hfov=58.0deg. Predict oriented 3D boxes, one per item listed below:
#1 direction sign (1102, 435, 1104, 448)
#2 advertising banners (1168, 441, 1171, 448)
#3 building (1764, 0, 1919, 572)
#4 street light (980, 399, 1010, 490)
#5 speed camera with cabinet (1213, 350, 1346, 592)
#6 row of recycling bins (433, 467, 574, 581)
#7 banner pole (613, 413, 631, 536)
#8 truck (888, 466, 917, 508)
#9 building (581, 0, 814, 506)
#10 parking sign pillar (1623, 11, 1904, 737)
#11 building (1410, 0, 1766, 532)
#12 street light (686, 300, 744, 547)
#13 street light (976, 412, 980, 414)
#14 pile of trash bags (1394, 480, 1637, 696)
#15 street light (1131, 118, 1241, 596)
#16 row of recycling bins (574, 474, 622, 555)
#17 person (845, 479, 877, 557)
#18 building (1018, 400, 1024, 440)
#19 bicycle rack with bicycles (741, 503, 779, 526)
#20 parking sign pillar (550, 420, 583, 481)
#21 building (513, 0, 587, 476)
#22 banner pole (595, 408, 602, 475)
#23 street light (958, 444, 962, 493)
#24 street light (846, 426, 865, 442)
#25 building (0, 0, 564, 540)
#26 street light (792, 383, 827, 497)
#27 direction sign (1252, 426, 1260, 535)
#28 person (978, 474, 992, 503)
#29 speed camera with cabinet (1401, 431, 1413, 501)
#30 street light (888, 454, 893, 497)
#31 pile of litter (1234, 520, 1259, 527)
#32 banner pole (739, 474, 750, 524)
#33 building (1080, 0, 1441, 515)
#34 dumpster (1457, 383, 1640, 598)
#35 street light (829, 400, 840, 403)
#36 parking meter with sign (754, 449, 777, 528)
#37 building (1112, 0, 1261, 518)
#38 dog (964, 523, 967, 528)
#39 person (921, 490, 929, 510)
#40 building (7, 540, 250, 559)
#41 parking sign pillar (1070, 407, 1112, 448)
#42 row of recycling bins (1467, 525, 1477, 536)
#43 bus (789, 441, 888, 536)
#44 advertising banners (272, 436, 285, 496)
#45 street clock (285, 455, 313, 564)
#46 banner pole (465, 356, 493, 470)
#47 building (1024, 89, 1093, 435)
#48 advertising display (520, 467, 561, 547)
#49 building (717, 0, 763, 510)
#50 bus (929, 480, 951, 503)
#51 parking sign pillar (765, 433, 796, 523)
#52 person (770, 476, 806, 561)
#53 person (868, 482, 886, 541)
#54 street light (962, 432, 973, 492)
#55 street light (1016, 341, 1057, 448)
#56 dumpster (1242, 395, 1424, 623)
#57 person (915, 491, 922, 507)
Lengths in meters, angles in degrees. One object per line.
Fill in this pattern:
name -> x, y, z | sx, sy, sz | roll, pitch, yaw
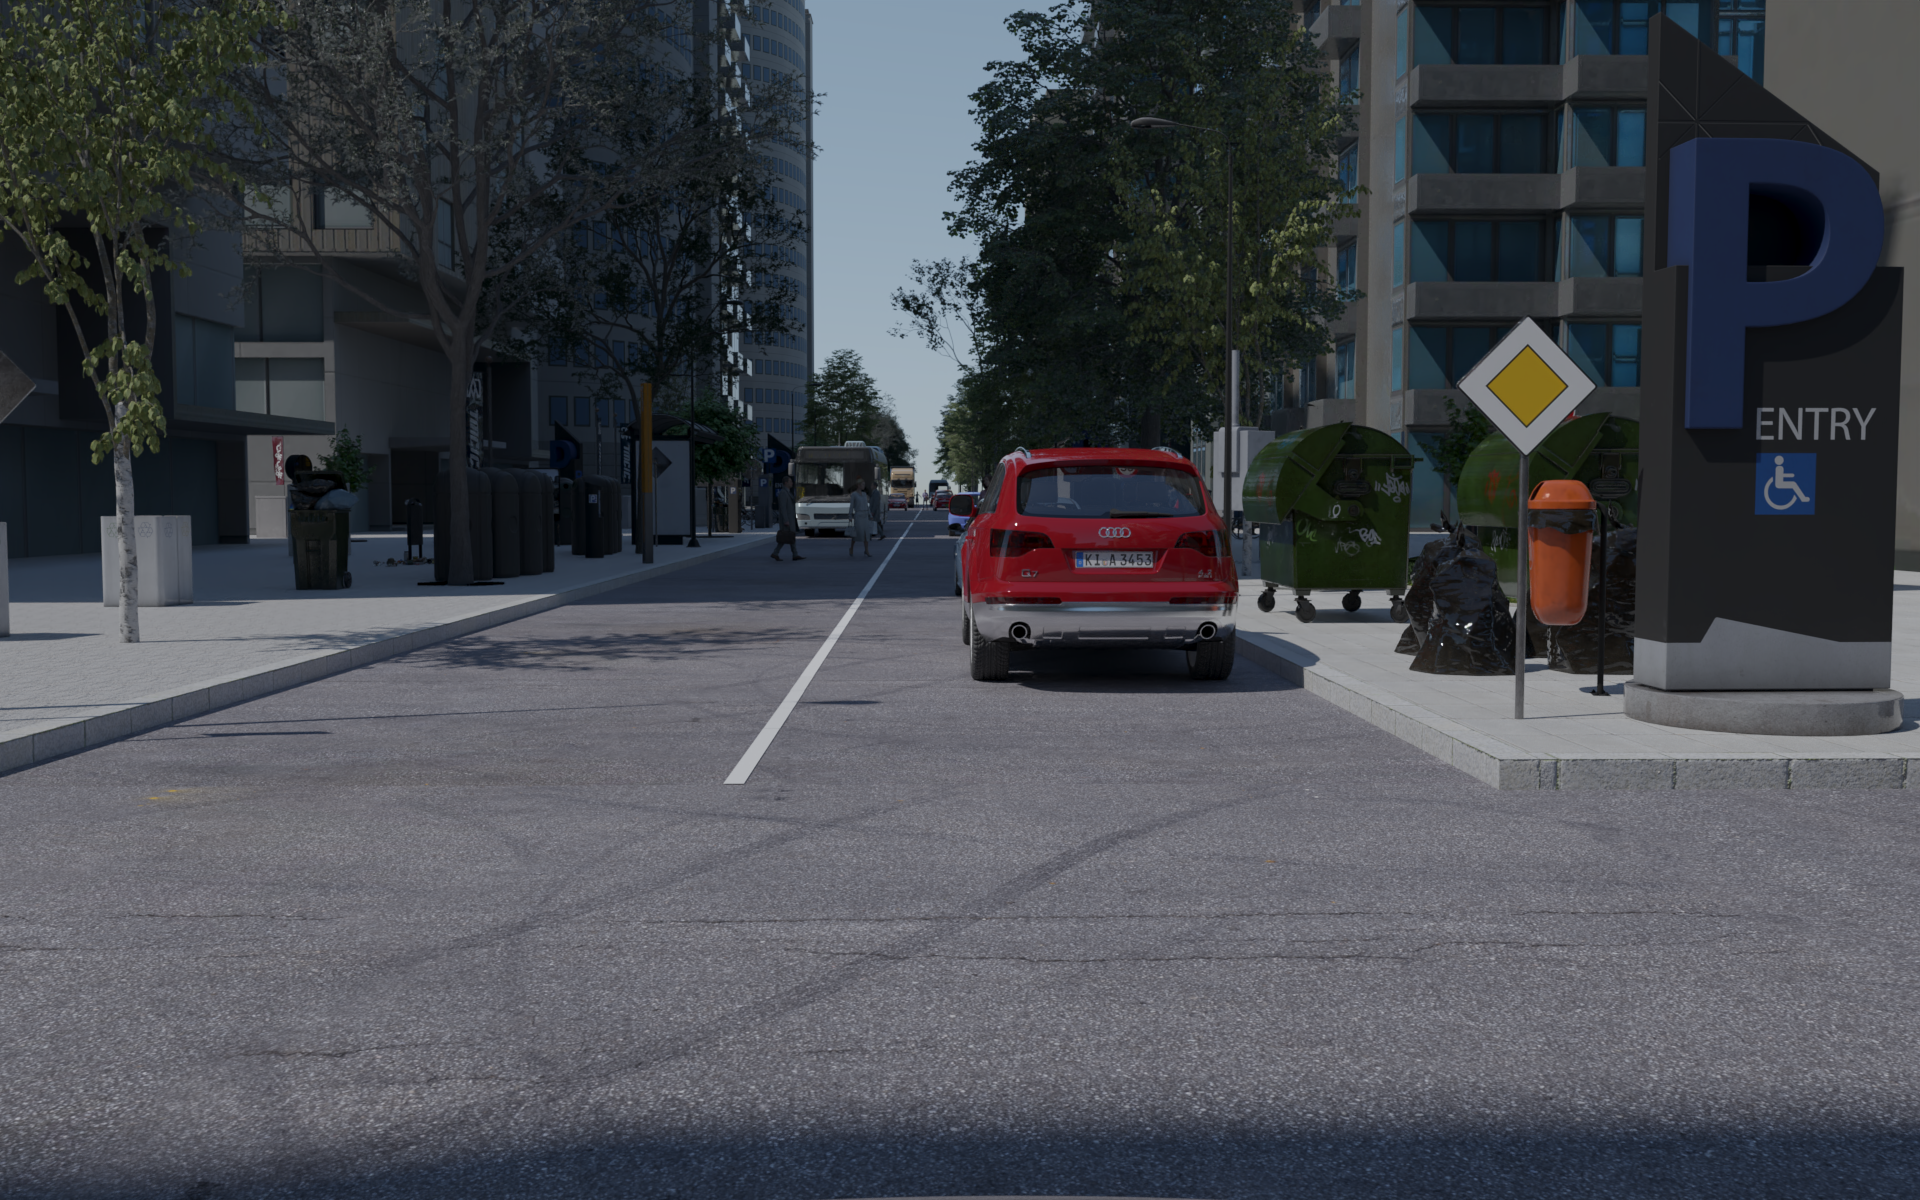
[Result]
direction sign -> 4.084, -3.518, 49.523 | 0.379, 3.537, 0.876 | 0, 4, 4
advertising banners -> 5.642, -3.101, 46.888 | 0.090, 3.025, 2.074 | 0, 4, 6
building -> 26.200, -24.764, 28.598 | 21.600, 48.544, 21.300 | 0, 4, -1
street light -> 1.836, -6.815, 83.960 | 1.470, 5.913, 1.316 | 0, 4, -1
speed camera with cabinet -> 4.347, -1.783, 23.481 | 0.660, 3.252, 2.038 | -3, 4, -36
row of recycling bins -> -7.202, -1.222, 27.095 | 1.069, 1.692, 3.534 | 0, 4, 6
banner pole -> -10.434, -3.886, 53.558 | 0.863, 3.779, 0.401 | -3, 5, -39
truck -> -5.852, -11.517, 177.218 | 2.839, 4.237, 11.283 | 0, 4, -1
building -> -27.466, -39.603, 189.506 | 21.231, 58.520, 28.212 | 0, 4, -1
parking sign pillar -> 4.555, -1.302, 9.752 | 1.447, 3.967, 1.447 | 0, 4, -3
building -> 24.049, -27.510, 69.390 | 23.786, 49.044, 30.456 | 0, 4, -1
street light -> -5.880, -4.223, 41.581 | 1.470, 5.913, 1.316 | 0, 4, -1
street light -> 1.623, -7.688, 98.237 | 1.470, 5.913, 1.316 | 0, 4, -1
pile of trash bags -> 4.164, -0.166, 12.468 | 1.912, 1.369, 3.447 | 1, 4, 12
street light -> 2.807, -2.998, 21.560 | 1.470, 5.913, 1.316 | 0, 4, -1
row of recycling bins -> -7.930, -1.885, 37.933 | 1.069, 1.692, 3.534 | -1, 4, -8
person -> -2.281, -1.887, 39.703 | 0.694, 1.780, 0.624 | -2, 4, -29
building -> 21.847, -23.569, 230.396 | 27.650, 21.520, 28.899 | 0, 4, -1
bicycle rack with bicycles -> -8.306, -3.521, 70.948 | 2.925, 0.926, 2.852 | -2, 4, -28
parking sign pillar -> -14.171, -4.518, 62.349 | 1.447, 3.967, 1.447 | 2, 4, 34
building -> -25.917, -33.981, 97.584 | 21.231, 58.520, 28.212 | 0, 4, -1
banner pole -> -10.431, -3.674, 50.081 | 0.401, 3.779, 0.863 | -1, 4, -22
street light -> 0.589, -11.535, 161.144 | 1.470, 5.913, 1.316 | 0, 4, -1
street light -> -7.191, -8.906, 118.151 | 1.470, 5.913, 1.316 | 0, 4, -1
building -> -30.703, -29.073, 64.576 | 28.713, 52.752, 27.495 | 0, 4, -1
street light -> -6.482, -6.131, 72.779 | 1.470, 5.913, 1.316 | 0, 4, -1
direction sign -> 9.094, -3.791, 53.972 | 0.379, 3.537, 0.876 | -1, 4, -22
person -> 0.541, -1.581, 34.353 | 0.555, 1.821, 0.388 | 0, 4, 8
speed camera with cabinet -> 13.261, -3.694, 54.729 | 2.038, 3.252, 0.660 | 1, 4, 16
street light -> -8.454, -13.991, 201.293 | 1.470, 5.913, 1.316 | 0, 4, -1
pile of litter -> 11.050, -3.176, 65.898 | 1.719, 0.858, 1.176 | 3, 5, 40
banner pole -> -9.385, -5.197, 74.995 | 0.863, 3.779, 0.401 | 2, 4, 24
building -> 21.176, -31.604, 136.335 | 23.786, 49.044, 30.456 | 0, 4, -1
dumpster -> 5.586, -0.819, 15.878 | 1.502, 2.255, 1.985 | 0, 4, -1
street light -> -6.648, -6.943, 86.058 | 1.470, 5.913, 1.316 | 0, 4, -1
parking meter with sign -> -7.387, -4.237, 65.533 | 0.543, 3.016, 1.738 | 0, 4, 6
building -> 22.124, -48.432, 104.532 | 22.319, 86.520, 31.000 | 0, 4, -1
dog -> 0.160, -1.321, 38.434 | 0.513, 0.831, 0.800 | 1, 4, 9
person -> -3.120, -8.986, 155.293 | 0.709, 1.838, 0.599 | 0, 4, -3
building -> -29.166, -26.907, 29.168 | 28.713, 52.752, 27.495 | 0, 4, -1
parking sign pillar -> 4.046, -3.971, 53.393 | 1.447, 3.967, 1.447 | 0, 4, 0
row of recycling bins -> 11.145, -1.649, 34.072 | 1.069, 1.692, 3.534 | -1, 4, -16
bus -> -4.083, -4.088, 61.692 | 2.948, 3.499, 13.247 | 0, 4, 0
advertising banners -> -19.921, -3.410, 51.935 | 2.074, 3.025, 0.090 | 2, 4, 31
street clock -> -12.120, -1.665, 31.789 | 0.358, 2.002, 0.471 | 1, 4, 22
banner pole -> -8.654, -2.525, 31.303 | 0.401, 3.779, 0.863 | 2, 4, 30
building -> 18.792, -35.512, 204.316 | 21.300, 48.544, 21.600 | 0, 4, -1
advertising display -> -10.219, -2.258, 42.127 | 0.974, 1.923, 0.123 | -1, 4, -16
building -> -27.348, -31.041, 127.133 | 23.786, 49.044, 30.456 | 0, 4, -1
bus -> -2.705, -14.212, 227.218 | 2.948, 3.499, 13.247 | 0, 4, 0
parking sign pillar -> -7.885, -5.366, 76.212 | 1.447, 3.967, 1.447 | 1, 4, 17
person -> -3.685, -1.748, 37.184 | 0.767, 1.812, 0.694 | 0, 4, 0
person -> -2.661, -2.744, 53.462 | 0.767, 1.812, 0.694 | 0, 4, -4
street light -> 1.120, -9.596, 129.437 | 1.470, 5.913, 1.316 | 0, 4, -1
street light -> 2.383, -4.906, 52.761 | 1.470, 5.913, 1.316 | 0, 4, -1
dumpster -> 3.832, -0.944, 17.932 | 1.502, 2.255, 1.985 | 0, 4, -1
person -> -4.639, -10.815, 186.107 | 1.217, 1.735, 0.721 | -2, 4, -29
